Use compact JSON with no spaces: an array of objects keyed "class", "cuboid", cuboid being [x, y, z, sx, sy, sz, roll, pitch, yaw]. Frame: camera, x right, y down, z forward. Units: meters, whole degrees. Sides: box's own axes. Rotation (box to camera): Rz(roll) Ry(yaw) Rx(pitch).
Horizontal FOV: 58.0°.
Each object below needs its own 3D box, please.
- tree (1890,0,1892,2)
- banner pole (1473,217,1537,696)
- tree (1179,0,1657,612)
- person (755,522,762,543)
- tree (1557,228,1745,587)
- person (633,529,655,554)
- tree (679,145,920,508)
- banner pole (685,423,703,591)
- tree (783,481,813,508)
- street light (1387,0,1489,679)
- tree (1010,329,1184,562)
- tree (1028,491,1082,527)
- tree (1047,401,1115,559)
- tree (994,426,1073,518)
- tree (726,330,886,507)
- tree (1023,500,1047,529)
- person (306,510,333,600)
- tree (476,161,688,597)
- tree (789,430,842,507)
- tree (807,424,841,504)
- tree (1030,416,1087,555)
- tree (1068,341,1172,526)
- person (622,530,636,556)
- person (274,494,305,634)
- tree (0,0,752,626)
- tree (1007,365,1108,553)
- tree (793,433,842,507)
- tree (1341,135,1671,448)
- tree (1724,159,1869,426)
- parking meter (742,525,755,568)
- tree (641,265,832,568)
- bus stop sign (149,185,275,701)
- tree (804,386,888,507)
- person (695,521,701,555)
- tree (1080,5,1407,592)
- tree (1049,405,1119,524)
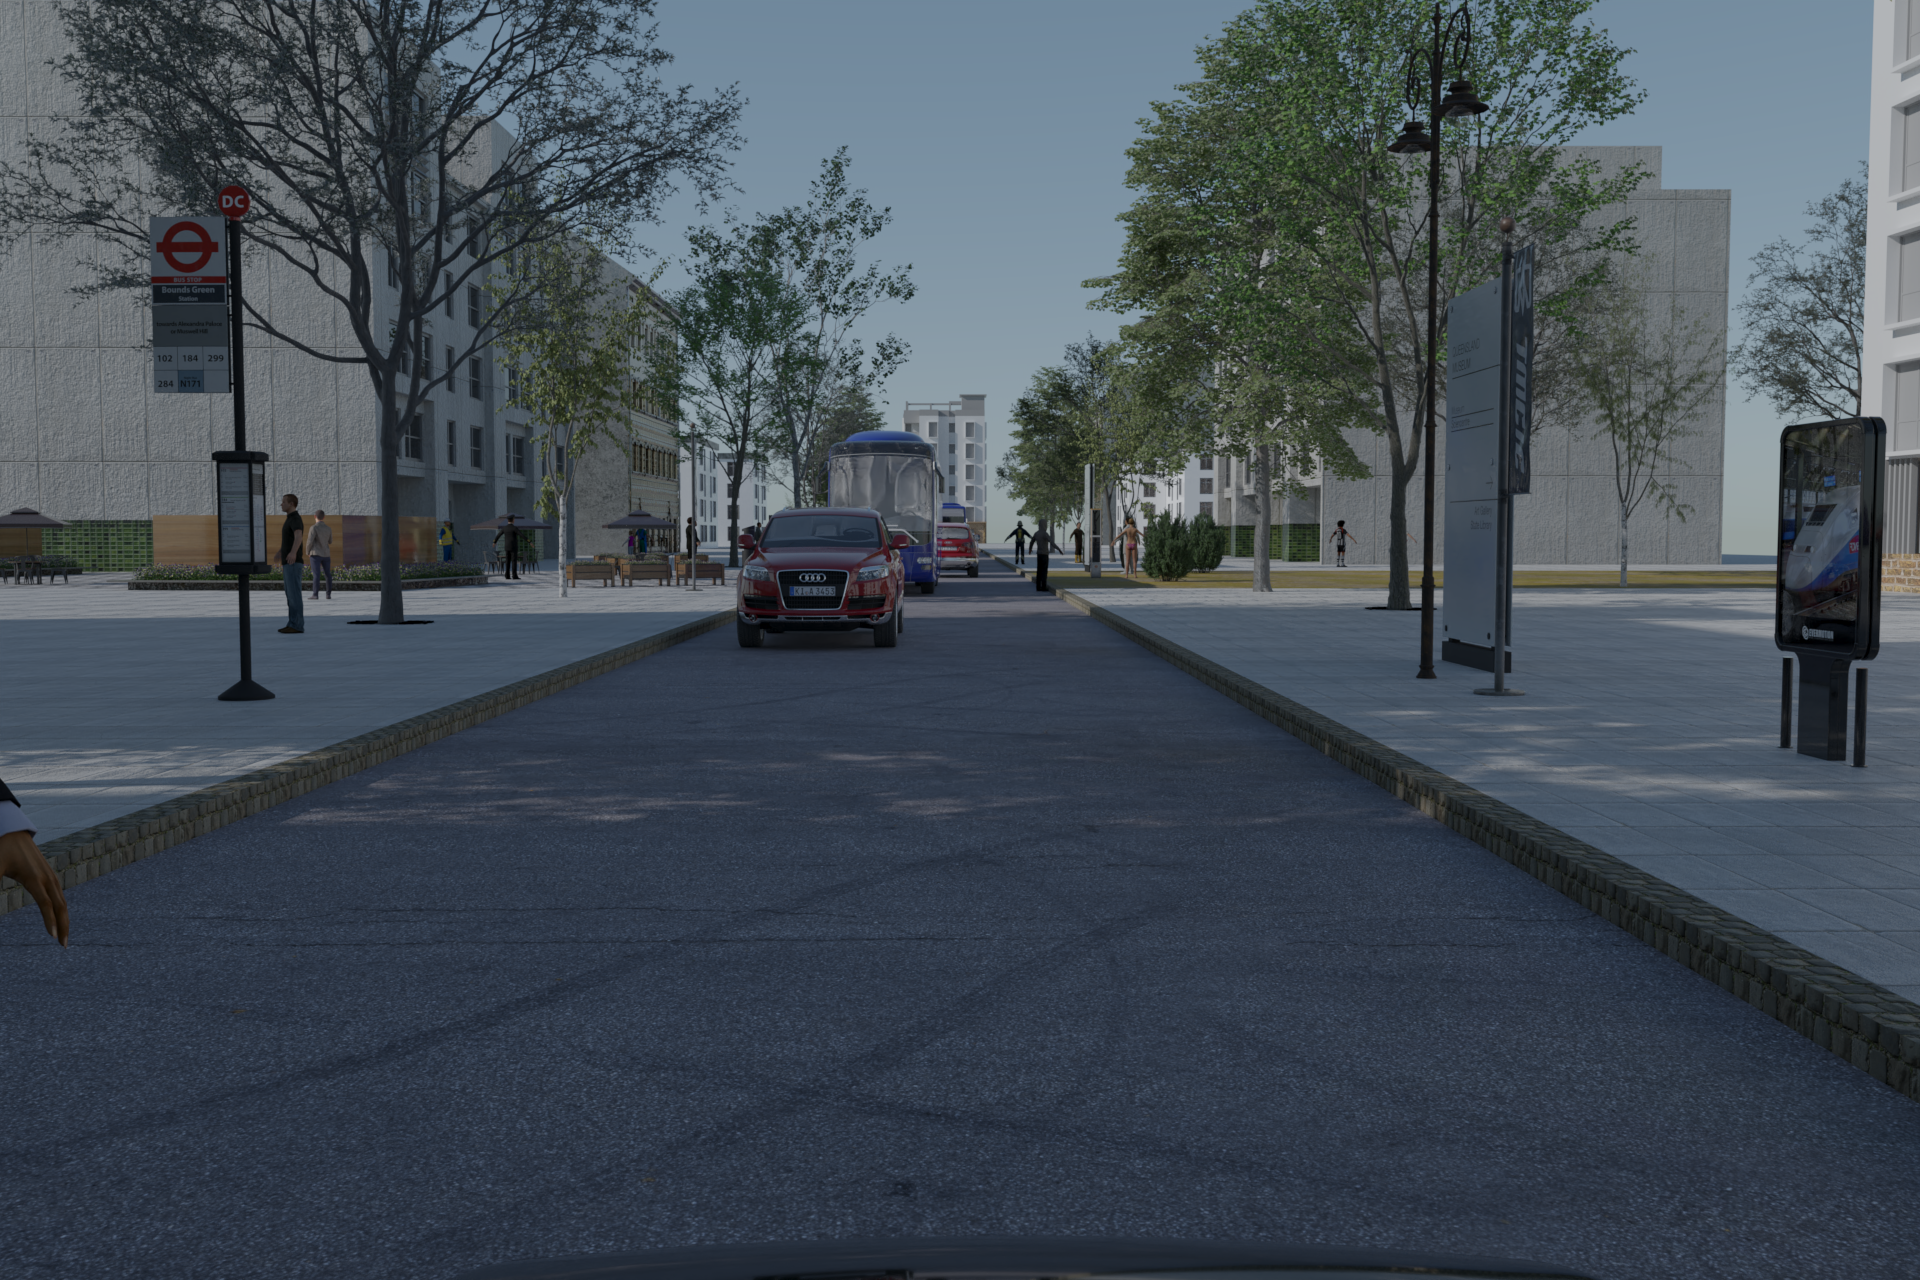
[{"class":"tree","cuboid":[7.285,-3.654,10.110,4.737,8.622,4.395,0,3,0]},{"class":"banner pole","cuboid":[4.324,-1.439,13.542,0.401,3.779,0.863,0,4,-1]},{"class":"tree","cuboid":[7.527,-6.318,29.054,9.928,11.665,9.643,0,3,0]},{"class":"person","cuboid":[-8.594,-4.161,74.305,0.705,1.796,1.348,-2,4,-25]},{"class":"tree","cuboid":[16.213,-5.625,42.326,4.360,8.622,3.978,0,3,0]},{"class":"person","cuboid":[-14.242,-4.380,77.733,1.347,1.817,0.704,3,4,36]},{"class":"tree","cuboid":[-7.919,-14.072,85.965,12.611,20.169,13.585,0,3,0]},{"class":"banner pole","cuboid":[-6.025,-3.017,39.344,0.401,3.779,0.863,0,4,-1]},{"class":"tree","cuboid":[-21.095,-17.257,232.518,4.360,8.622,3.978,0,3,0]},{"class":"street light","cuboid":[4.153,-2.596,15.240,0.468,5.910,1.993,0,4,-1]},{"class":"tree","cuboid":[6.764,-8.833,78.831,8.767,10.594,7.601,-3,4,-39]},{"class":"tree","cuboid":[12.799,-19.150,231.223,7.486,12.596,7.792,0,3,0]},{"class":"tree","cuboid":[6.223,-8.586,90.739,4.737,8.622,4.395,0,3,0]},{"class":"tree","cuboid":[6.291,-12.016,130.880,8.767,10.594,7.601,1,4,19]},{"class":"tree","cuboid":[-8.926,-11.885,104.693,12.009,13.543,11.850,0,3,0]},{"class":"tree","cuboid":[10.884,-17.605,238.196,4.737,8.622,4.395,0,3,0]},{"class":"person","cuboid":[-12.661,-1.683,34.093,0.617,1.759,0.750,-3,5,-42]},{"class":"tree","cuboid":[-7.896,-5.181,35.076,4.737,8.622,4.395,0,3,0]},{"class":"tree","cuboid":[-9.579,-12.761,143.049,8.767,10.594,7.601,-2,4,-26]},{"class":"tree","cuboid":[-8.351,-10.019,114.167,4.737,8.622,4.395,0,3,0]},{"class":"tree","cuboid":[6.499,-9.650,108.138,4.360,8.622,3.978,0,3,0]},{"class":"tree","cuboid":[6.236,-7.033,65.347,4.737,8.622,4.395,0,3,0]},{"class":"person","cuboid":[-13.512,-3.763,70.785,0.599,1.433,0.991,1,4,22]},{"class":"person","cuboid":[-8.677,-0.992,22.429,0.705,1.803,1.348,-2,4,-29]},{"class":"tree","cuboid":[-8.098,-6.978,24.465,12.009,13.543,11.850,0,3,0]},{"class":"tree","cuboid":[6.581,-12.144,116.684,7.486,12.596,7.792,0,3,0]},{"class":"tree","cuboid":[-9.365,-10.358,119.719,4.737,8.622,4.395,0,3,0]},{"class":"tree","cuboid":[16.218,-8.732,53.140,12.009,13.543,11.850,0,3,0]},{"class":"tree","cuboid":[29.103,-8.850,55.073,12.009,13.543,11.850,0,3,0]},{"class":"parking meter","cuboid":[-5.967,-2.475,48.871,0.372,1.533,0.369,0,3,0]},{"class":"tree","cuboid":[-8.519,-8.585,66.121,9.928,11.665,9.643,0,3,0]},{"class":"bus stop sign","cuboid":[-5.775,-1.508,13.366,0.855,3.939,0.416,0,4,0]},{"class":"tree","cuboid":[-8.255,-13.052,131.534,7.486,12.596,7.792,0,3,0]},{"class":"person","cuboid":[-9.961,-3.598,65.053,0.704,1.802,1.346,-1,4,-19]},{"class":"tree","cuboid":[6.333,-7.331,37.990,7.486,12.596,7.792,0,3,0]},{"class":"tree","cuboid":[6.708,-9.141,99.818,4.360,8.622,3.978,0,3,0]}]
